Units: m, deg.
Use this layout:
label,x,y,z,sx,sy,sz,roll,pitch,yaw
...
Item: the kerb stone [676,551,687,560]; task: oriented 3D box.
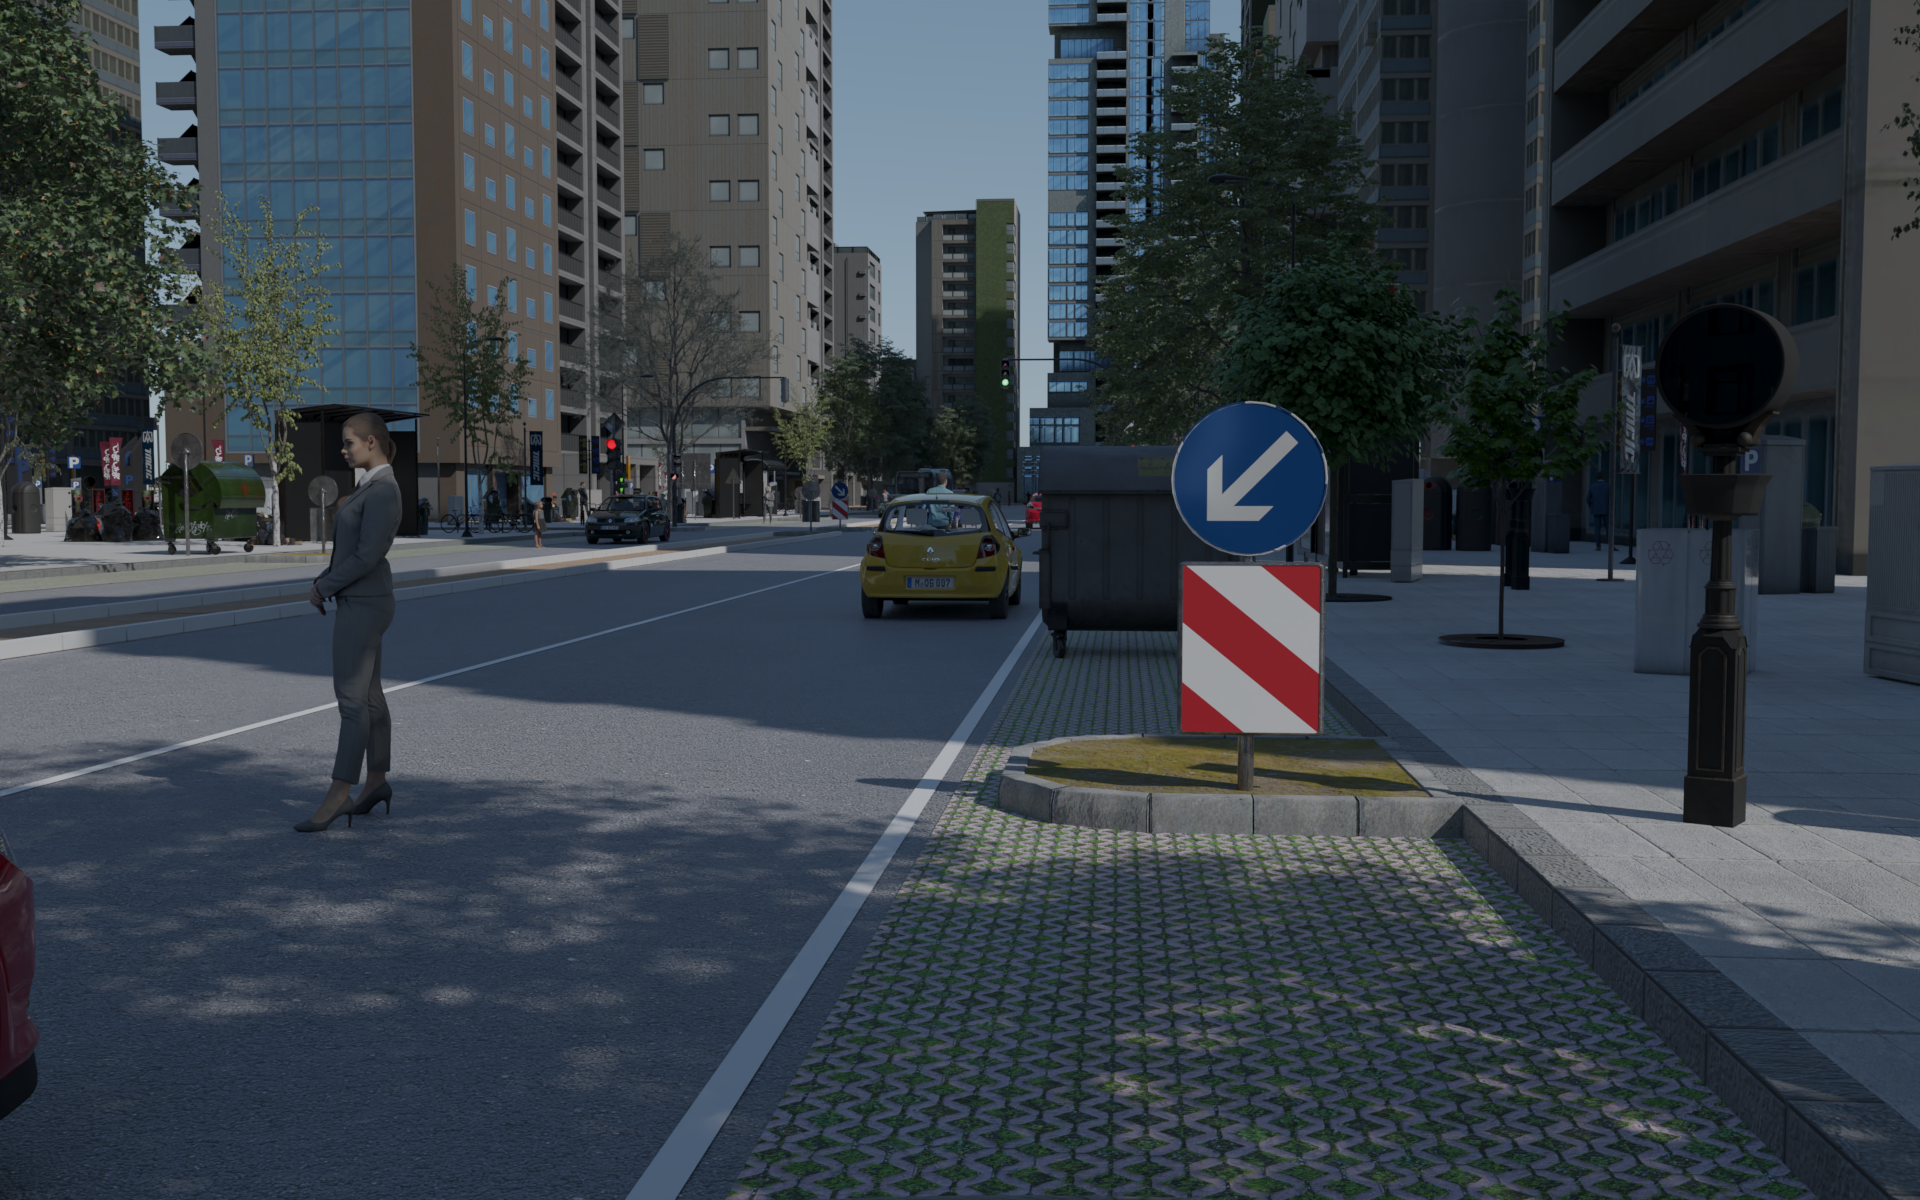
label,x,y,z,sx,sy,sz,roll,pitch,yaw
kerb stone,-6.183,-0.952,37.758,0.120,0.150,1.000,0,4,5

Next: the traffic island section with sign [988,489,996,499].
label,x,y,z,sx,sy,sz,roll,pitch,yaw
traffic island section with sign,2.525,-8.150,141.390,2.006,1.907,1.989,0,4,5

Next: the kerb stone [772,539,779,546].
label,x,y,z,sx,sy,sz,roll,pitch,yaw
kerb stone,-5.229,-1.572,47.954,0.120,0.150,1.000,0,4,5

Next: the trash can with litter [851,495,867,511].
label,x,y,z,sx,sy,sz,roll,pitch,yaw
trash can with litter,-7.884,-7.631,135.820,2.233,1.210,1.678,1,4,16

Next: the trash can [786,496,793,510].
label,x,y,z,sx,sy,sz,roll,pitch,yaw
trash can,-13.658,-7.757,138.474,0.748,1.137,0.748,0,3,0

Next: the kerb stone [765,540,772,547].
label,x,y,z,sx,sy,sz,roll,pitch,yaw
kerb stone,-5.322,-1.513,46.936,0.120,0.150,1.000,0,4,5

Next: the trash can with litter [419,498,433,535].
label,x,y,z,sx,sy,sz,roll,pitch,yaw
trash can with litter,-16.958,-2.595,53.815,0.624,1.170,1.055,3,5,41

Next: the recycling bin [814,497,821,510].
label,x,y,z,sx,sy,sz,roll,pitch,yaw
recycling bin,-11.394,-7.588,136.614,0.722,1.027,0.722,0,4,5

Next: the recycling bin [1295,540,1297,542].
label,x,y,z,sx,sy,sz,roll,pitch,yaw
recycling bin,9.504,-2.089,46.708,0.722,1.027,0.722,-3,5,-39

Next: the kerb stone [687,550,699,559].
label,x,y,z,sx,sy,sz,roll,pitch,yaw
kerb stone,-6.087,-1.012,38.779,0.120,0.150,1.000,0,4,5

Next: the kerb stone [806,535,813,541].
label,x,y,z,sx,sy,sz,roll,pitch,yaw
kerb stone,-4.742,-1.888,53.058,0.120,0.150,1.000,0,4,5

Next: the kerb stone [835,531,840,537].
label,x,y,z,sx,sy,sz,roll,pitch,yaw
kerb stone,-4.268,-2.199,58.168,0.120,0.150,1.000,0,4,5

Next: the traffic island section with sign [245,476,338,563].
label,x,y,z,sx,sy,sz,roll,pitch,yaw
traffic island section with sign,-13.715,-1.715,36.665,1.989,1.847,2.006,0,4,5

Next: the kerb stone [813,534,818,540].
label,x,y,z,sx,sy,sz,roll,pitch,yaw
kerb stone,-4.652,-1.951,54.087,0.120,0.150,1.000,0,4,5

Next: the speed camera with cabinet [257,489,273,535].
label,x,y,z,sx,sy,sz,roll,pitch,yaw
speed camera with cabinet,-21.427,-3.679,54.485,0.660,3.252,2.038,1,4,10

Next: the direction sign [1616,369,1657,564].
label,x,y,z,sx,sy,sz,roll,pitch,yaw
direction sign,12.297,-2.426,31.660,0.379,3.537,0.876,-3,4,-36

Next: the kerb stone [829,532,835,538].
label,x,y,z,sx,sy,sz,roll,pitch,yaw
kerb stone,-4.353,-2.138,57.149,0.120,0.150,1.000,0,4,5

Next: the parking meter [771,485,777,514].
label,x,y,z,sx,sy,sz,roll,pitch,yaw
parking meter,-11.718,-6.324,109.100,0.399,1.863,0.255,0,4,8

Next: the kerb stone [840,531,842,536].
label,x,y,z,sx,sy,sz,roll,pitch,yaw
kerb stone,-4.174,-2.262,59.185,0.120,0.150,1.000,0,4,5

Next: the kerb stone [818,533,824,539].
label,x,y,z,sx,sy,sz,roll,pitch,yaw
kerb stone,-4.547,-2.013,55.108,0.120,0.150,1.000,0,4,5

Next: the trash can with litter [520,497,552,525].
label,x,y,z,sx,sy,sz,roll,pitch,yaw
trash can with litter,-17.501,-3.652,71.104,1.055,1.170,0.624,1,4,12

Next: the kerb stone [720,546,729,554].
label,x,y,z,sx,sy,sz,roll,pitch,yaw
kerb stone,-5.806,-1.202,41.847,0.120,0.150,1.000,0,4,5

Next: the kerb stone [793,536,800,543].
label,x,y,z,sx,sy,sz,roll,pitch,yaw
kerb stone,-4.934,-1.763,51.020,0.120,0.150,1.000,0,4,5

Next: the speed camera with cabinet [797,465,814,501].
label,x,y,z,sx,sy,sz,roll,pitch,yaw
speed camera with cabinet,-10.494,-7.541,117.632,0.660,3.252,2.038,-2,4,-24

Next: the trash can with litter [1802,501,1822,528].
label,x,y,z,sx,sy,sz,roll,pitch,yaw
trash can with litter,13.161,-0.944,26.822,0.624,1.170,1.055,0,4,5

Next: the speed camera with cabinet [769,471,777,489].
label,x,y,z,sx,sy,sz,roll,pitch,yaw
speed camera with cabinet,-14.793,-8.590,134.780,0.660,3.252,2.038,-1,4,-21

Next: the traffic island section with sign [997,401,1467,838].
label,x,y,z,sx,sy,sz,roll,pitch,yaw
traffic island section with sign,1.202,0.027,8.183,1.989,1.847,2.006,0,4,5

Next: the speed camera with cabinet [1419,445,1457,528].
label,x,y,z,sx,sy,sz,roll,pitch,yaw
speed camera with cabinet,17.655,-4.266,64.086,2.038,3.252,0.660,1,4,11

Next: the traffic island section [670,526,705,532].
label,x,y,z,sx,sy,sz,roll,pitch,yaw
traffic island section,-11.142,-2.769,67.548,2.009,0.180,2.903,0,4,5

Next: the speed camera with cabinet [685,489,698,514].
label,x,y,z,sx,sy,sz,roll,pitch,yaw
speed camera with cabinet,-17.487,-7.193,111.937,0.660,3.252,2.038,-3,4,-37

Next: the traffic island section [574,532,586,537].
label,x,y,z,sx,sy,sz,roll,pitch,yaw
traffic island section,-11.890,-2.282,59.597,2.009,0.180,2.903,0,4,5

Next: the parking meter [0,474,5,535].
label,x,y,z,sx,sy,sz,roll,pitch,yaw
parking meter,-27.376,-2.655,49.124,0.255,1.863,0.399,2,4,30

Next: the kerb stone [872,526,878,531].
label,x,y,z,sx,sy,sz,roll,pitch,yaw
kerb stone,-3.254,-2.856,68.899,0.120,0.150,1.000,0,4,5

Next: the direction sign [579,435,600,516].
label,x,y,z,sx,sy,sz,roll,pitch,yaw
direction sign,-14.342,-4.592,67.069,0.876,3.537,0.379,-3,5,-40

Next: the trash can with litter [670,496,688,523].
label,x,y,z,sx,sy,sz,roll,pitch,yaw
trash can with litter,-12.355,-3.962,76.165,0.624,1.170,1.055,0,4,3

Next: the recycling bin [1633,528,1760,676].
label,x,y,z,sx,sy,sz,roll,pitch,yaw
recycling bin,5.314,0.004,12.492,0.722,1.027,0.722,2,4,33

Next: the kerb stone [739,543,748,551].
label,x,y,z,sx,sy,sz,roll,pitch,yaw
kerb stone,-5.602,-1.325,43.883,0.120,0.150,1.000,0,4,5

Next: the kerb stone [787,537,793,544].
label,x,y,z,sx,sy,sz,roll,pitch,yaw
kerb stone,-5.034,-1.700,49.997,0.120,0.150,1.000,0,4,5

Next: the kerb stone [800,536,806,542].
label,x,y,z,sx,sy,sz,roll,pitch,yaw
kerb stone,-4.841,-1.823,52.038,0.120,0.150,1.000,0,4,5

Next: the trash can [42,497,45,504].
label,x,y,z,sx,sy,sz,roll,pitch,yaw
trash can,-44.502,-4.467,84.685,0.748,1.137,0.748,0,3,0

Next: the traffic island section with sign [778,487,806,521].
label,x,y,z,sx,sy,sz,roll,pitch,yaw
traffic island section with sign,-8.506,-5.100,92.012,1.989,1.847,2.006,0,4,5

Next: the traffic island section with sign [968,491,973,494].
label,x,y,z,sx,sy,sz,roll,pitch,yaw
traffic island section with sign,1.263,-11.442,195.707,1.989,1.847,2.006,0,4,5

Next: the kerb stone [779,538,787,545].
label,x,y,z,sx,sy,sz,roll,pitch,yaw
kerb stone,-5.131,-1.638,48.979,0.120,0.150,1.000,0,4,5

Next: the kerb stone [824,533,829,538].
label,x,y,z,sx,sy,sz,roll,pitch,yaw
kerb stone,-4.460,-2.075,56.129,0.120,0.150,1.000,0,4,5

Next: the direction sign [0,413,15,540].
label,x,y,z,sx,sy,sz,roll,pitch,yaw
direction sign,-26.640,-3.441,48.257,0.876,3.537,0.379,1,4,20

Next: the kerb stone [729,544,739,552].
label,x,y,z,sx,sy,sz,roll,pitch,yaw
kerb stone,-5.702,-1.260,42.866,0.120,0.150,1.000,0,4,5

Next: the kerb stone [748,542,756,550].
label,x,y,z,sx,sy,sz,roll,pitch,yaw
kerb stone,-5.508,-1.386,44.900,0.120,0.150,1.000,0,4,5

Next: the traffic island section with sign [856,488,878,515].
label,x,y,z,sx,sy,sz,roll,pitch,yaw
traffic island section with sign,-5.984,-6.741,118.850,1.989,1.847,2.006,0,4,5

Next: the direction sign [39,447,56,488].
label,x,y,z,sx,sy,sz,roll,pitch,yaw
direction sign,-43.641,-5.559,82.892,0.876,3.537,0.379,1,4,9

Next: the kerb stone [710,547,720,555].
label,x,y,z,sx,sy,sz,roll,pitch,yaw
kerb stone,-5.900,-1.140,40.829,0.120,0.150,1.000,0,4,5

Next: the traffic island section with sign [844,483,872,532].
label,x,y,z,sx,sy,sz,roll,pitch,yaw
traffic island section with sign,-4.506,-3.575,66.580,2.006,1.907,1.989,0,4,5

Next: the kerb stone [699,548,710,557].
label,x,y,z,sx,sy,sz,roll,pitch,yaw
kerb stone,-5.987,-1.077,39.811,0.120,0.150,1.000,0,4,5

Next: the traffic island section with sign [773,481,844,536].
label,x,y,z,sx,sy,sz,roll,pitch,yaw
traffic island section with sign,-5.210,-3.124,59.206,2.006,1.907,1.989,0,4,5

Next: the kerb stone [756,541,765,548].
label,x,y,z,sx,sy,sz,roll,pitch,yaw
kerb stone,-5.412,-1.451,45.918,0.120,0.150,1.000,0,4,5
